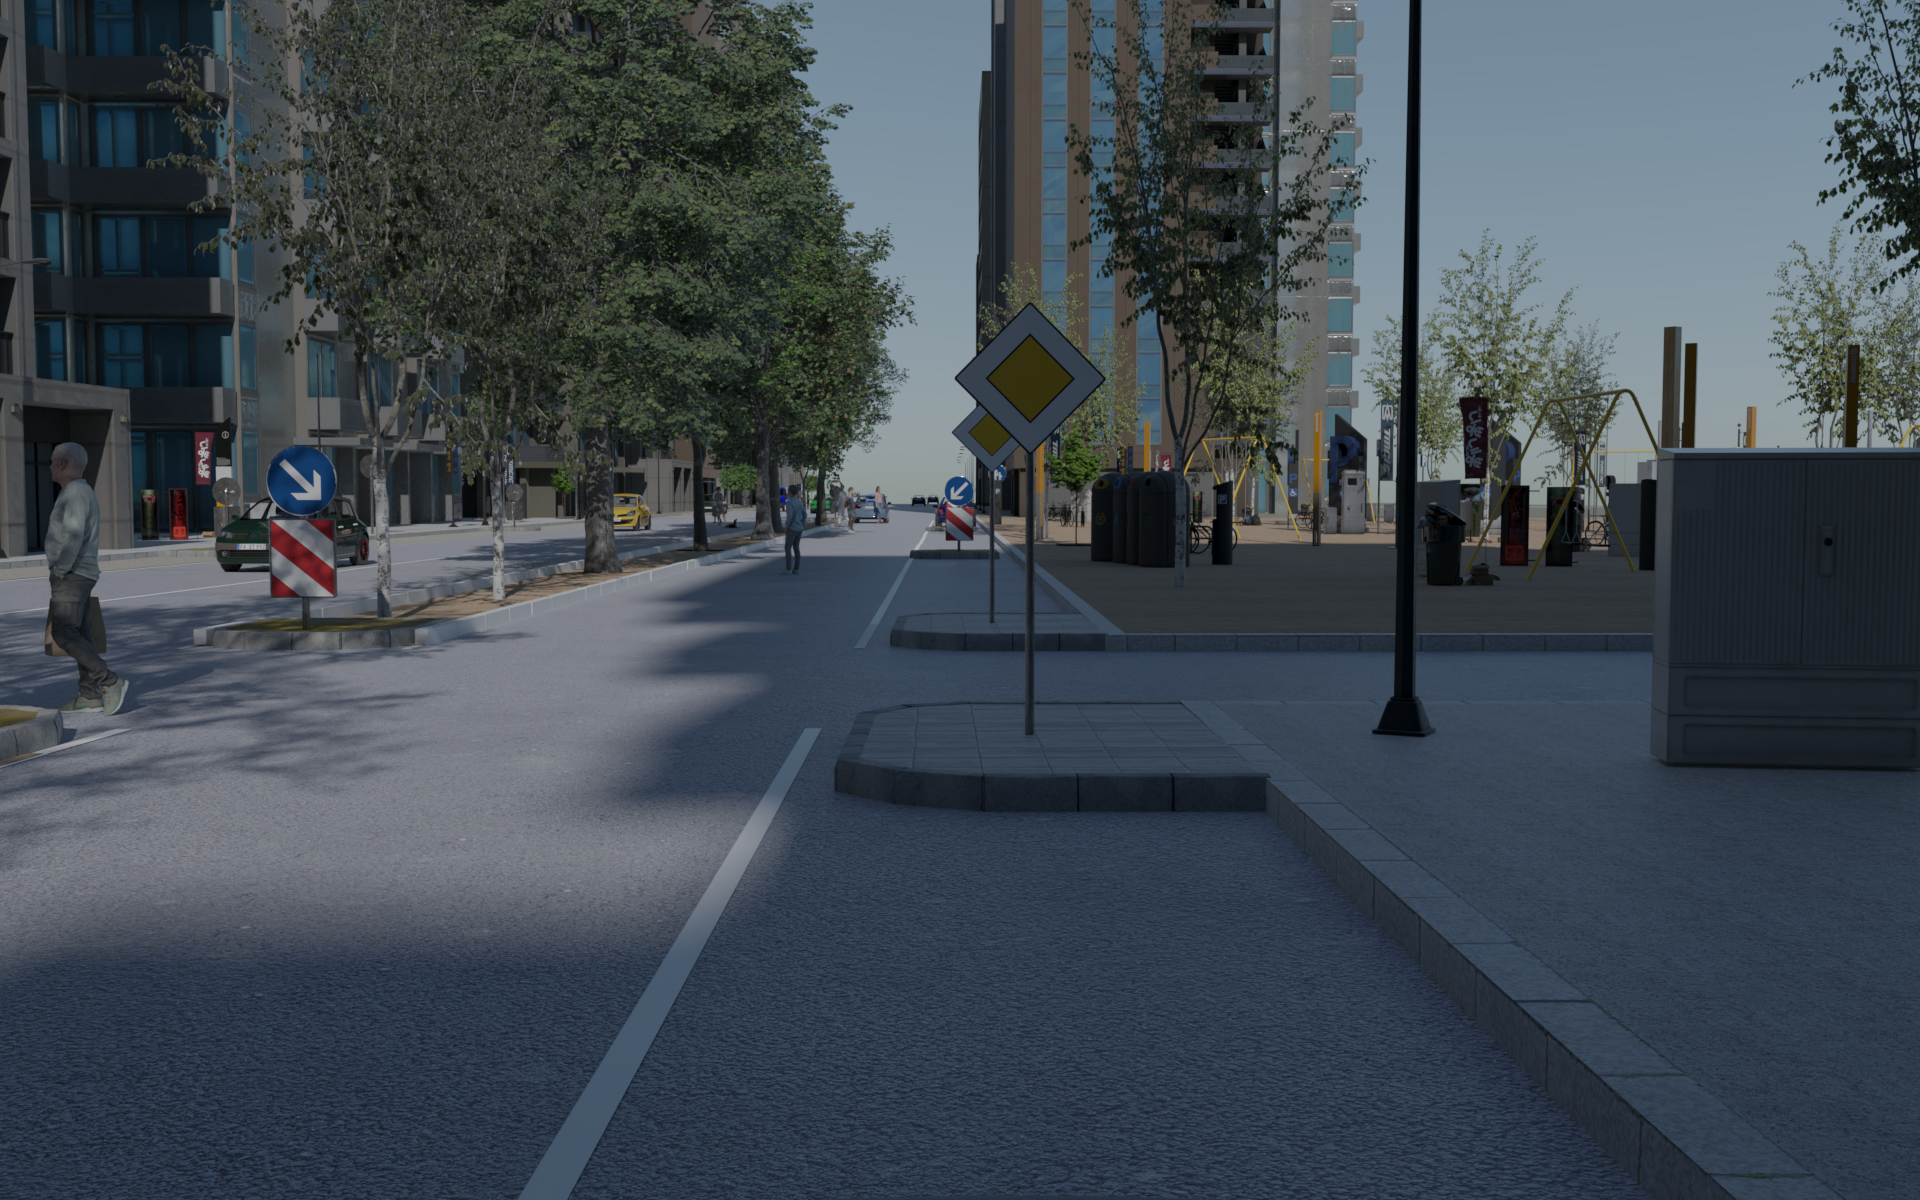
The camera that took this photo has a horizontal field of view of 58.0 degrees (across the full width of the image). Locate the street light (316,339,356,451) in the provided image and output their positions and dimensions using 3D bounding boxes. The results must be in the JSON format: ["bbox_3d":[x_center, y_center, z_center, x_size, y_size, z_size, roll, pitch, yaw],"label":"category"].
[{"bbox_3d":[-18.665,-4.854,51.908,1.470,5.913,1.316,0,4,0],"label":"street light"}]

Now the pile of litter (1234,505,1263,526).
[{"bbox_3d":[11.508,-3.448,70.334,1.719,0.858,1.176,0,4,-5],"label":"pile of litter"}]

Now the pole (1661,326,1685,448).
[{"bbox_3d":[8.683,-1.673,21.195,0.158,3.312,0.155,0,3,0],"label":"pole"}]

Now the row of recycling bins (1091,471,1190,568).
[{"bbox_3d":[3.307,-1.508,31.766,1.069,1.692,3.534,-1,4,-14],"label":"row of recycling bins"}]

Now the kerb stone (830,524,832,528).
[{"bbox_3d":[-5.470,-2.994,71.224,0.120,0.150,1.000,0,4,0],"label":"kerb stone"}]

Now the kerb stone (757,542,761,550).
[{"bbox_3d":[-5.293,-1.367,44.549,0.120,0.150,1.000,0,4,0],"label":"kerb stone"}]

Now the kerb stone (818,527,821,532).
[{"bbox_3d":[-5.423,-2.621,65.044,0.120,0.150,1.000,0,4,0],"label":"kerb stone"}]

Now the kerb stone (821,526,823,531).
[{"bbox_3d":[-5.433,-2.684,66.074,0.120,0.150,1.000,0,4,0],"label":"kerb stone"}]

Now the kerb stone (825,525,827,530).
[{"bbox_3d":[-5.447,-2.805,68.151,0.120,0.150,1.000,0,4,0],"label":"kerb stone"}]

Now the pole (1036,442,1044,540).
[{"bbox_3d":[2.227,-3.326,48.225,0.158,3.312,0.155,0,3,0],"label":"pole"}]

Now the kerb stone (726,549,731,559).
[{"bbox_3d":[-5.251,-0.990,38.405,0.120,0.150,1.000,0,4,0],"label":"kerb stone"}]

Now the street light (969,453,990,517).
[{"bbox_3d":[1.299,-7.651,97.637,1.470,5.913,1.316,0,4,0],"label":"street light"}]

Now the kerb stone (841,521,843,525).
[{"bbox_3d":[-5.510,-3.436,78.411,0.120,0.150,1.000,0,4,0],"label":"kerb stone"}]

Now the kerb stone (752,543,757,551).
[{"bbox_3d":[-5.284,-1.302,43.527,0.120,0.150,1.000,0,4,0],"label":"kerb stone"}]

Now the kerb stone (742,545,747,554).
[{"bbox_3d":[-5.269,-1.174,41.471,0.120,0.150,1.000,0,4,0],"label":"kerb stone"}]

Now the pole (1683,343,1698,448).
[{"bbox_3d":[9.884,-1.814,23.498,0.158,3.312,0.155,0,3,0],"label":"pole"}]

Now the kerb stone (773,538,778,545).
[{"bbox_3d":[-5.304,-1.618,48.654,0.120,0.150,1.000,0,4,0],"label":"kerb stone"}]

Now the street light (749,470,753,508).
[{"bbox_3d":[-19.352,-11.771,164.990,1.470,5.913,1.316,0,4,0],"label":"street light"}]

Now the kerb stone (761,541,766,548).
[{"bbox_3d":[-5.294,-1.430,45.575,0.120,0.150,1.000,0,4,0],"label":"kerb stone"}]

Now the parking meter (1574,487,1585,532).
[{"bbox_3d":[20.915,-3.066,58.548,0.372,1.533,0.369,0,3,0],"label":"parking meter"}]

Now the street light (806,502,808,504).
[{"bbox_3d":[-19.700,-14.725,213.292,1.470,5.913,1.316,0,4,0],"label":"street light"}]

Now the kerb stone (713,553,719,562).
[{"bbox_3d":[-5.236,-0.860,36.357,0.120,0.150,1.000,0,4,0],"label":"kerb stone"}]

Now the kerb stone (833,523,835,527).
[{"bbox_3d":[-5.479,-3.123,73.281,0.120,0.150,1.000,0,4,0],"label":"kerb stone"}]

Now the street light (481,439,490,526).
[{"bbox_3d":[-18.820,-5.989,70.455,1.470,5.913,1.316,0,4,0],"label":"street light"}]

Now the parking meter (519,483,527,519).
[{"bbox_3d":[-22.676,-5.140,89.752,0.399,1.863,0.255,1,4,15],"label":"parking meter"}]

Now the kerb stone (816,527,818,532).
[{"bbox_3d":[-5.429,-2.558,64.022,0.120,0.150,1.000,0,4,0],"label":"kerb stone"}]

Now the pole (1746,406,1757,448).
[{"bbox_3d":[18.437,-2.849,40.423,0.158,3.312,0.155,0,3,0],"label":"pole"}]

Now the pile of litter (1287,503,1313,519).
[{"bbox_3d":[17.849,-4.632,89.706,1.719,0.858,1.176,3,4,36],"label":"pile of litter"}]

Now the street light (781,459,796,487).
[{"bbox_3d":[-19.618,-13.650,195.719,1.470,5.913,1.316,0,4,0],"label":"street light"}]

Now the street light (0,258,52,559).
[{"bbox_3d":[-18.587,-3.775,34.268,1.470,5.913,1.316,0,4,0],"label":"street light"}]

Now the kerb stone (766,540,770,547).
[{"bbox_3d":[-5.300,-1.493,46.608,0.120,0.150,1.000,0,4,0],"label":"kerb stone"}]

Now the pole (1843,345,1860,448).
[{"bbox_3d":[12.211,-1.831,23.778,0.158,3.312,0.155,0,3,0],"label":"pole"}]

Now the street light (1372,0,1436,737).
[{"bbox_3d":[1.846,-2.238,9.135,1.470,5.913,1.316,0,4,0],"label":"street light"}]

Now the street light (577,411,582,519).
[{"bbox_3d":[-18.814,-7.053,87.851,1.470,5.913,1.316,0,4,0],"label":"street light"}]

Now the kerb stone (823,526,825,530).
[{"bbox_3d":[-5.443,-2.747,67.112,0.120,0.150,1.000,0,4,0],"label":"kerb stone"}]

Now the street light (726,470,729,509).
[{"bbox_3d":[-19.294,-10.691,147.345,1.470,5.913,1.316,0,4,0],"label":"street light"}]

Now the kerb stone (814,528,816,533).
[{"bbox_3d":[-5.417,-2.496,62.997,0.120,0.150,1.000,0,4,0],"label":"kerb stone"}]

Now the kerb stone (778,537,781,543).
[{"bbox_3d":[-5.320,-1.676,49.677,0.120,0.150,1.000,0,4,0],"label":"kerb stone"}]

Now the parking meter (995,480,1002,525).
[{"bbox_3d":[1.530,-4.081,72.437,0.399,1.863,0.255,-1,4,-13],"label":"parking meter"}]

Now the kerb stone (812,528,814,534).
[{"bbox_3d":[-5.404,-2.433,61.967,0.120,0.150,1.000,0,4,0],"label":"kerb stone"}]

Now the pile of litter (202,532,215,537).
[{"bbox_3d":[-21.840,-2.283,51.295,1.176,0.858,1.719,-2,4,-26],"label":"pile of litter"}]

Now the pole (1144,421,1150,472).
[{"bbox_3d":[5.237,-3.343,48.499,0.158,3.312,0.155,0,3,0],"label":"pole"}]

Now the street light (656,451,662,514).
[{"bbox_3d":[-19.001,-8.546,112.263,1.470,5.913,1.316,0,4,0],"label":"street light"}]

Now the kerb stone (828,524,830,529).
[{"bbox_3d":[-5.457,-2.936,70.199,0.120,0.150,1.000,0,4,0],"label":"kerb stone"}]

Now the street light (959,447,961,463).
[{"bbox_3d":[0.862,-10.882,150.465,1.470,5.913,1.316,0,4,0],"label":"street light"}]

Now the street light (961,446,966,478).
[{"bbox_3d":[1.023,-9.818,133.070,1.470,5.913,1.316,0,4,0],"label":"street light"}]

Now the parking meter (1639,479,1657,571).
[{"bbox_3d":[11.633,-1.267,29.122,0.372,1.533,0.369,0,3,0],"label":"parking meter"}]

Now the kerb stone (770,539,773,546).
[{"bbox_3d":[-5.313,-1.550,47.632,0.120,0.150,1.000,0,4,0],"label":"kerb stone"}]

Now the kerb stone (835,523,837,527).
[{"bbox_3d":[-5.491,-3.182,74.306,0.120,0.150,1.000,0,4,0],"label":"kerb stone"}]

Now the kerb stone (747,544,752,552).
[{"bbox_3d":[-5.274,-1.239,42.505,0.120,0.150,1.000,0,4,0],"label":"kerb stone"}]

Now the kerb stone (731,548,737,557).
[{"bbox_3d":[-5.259,-1.054,39.427,0.120,0.150,1.000,0,4,0],"label":"kerb stone"}]

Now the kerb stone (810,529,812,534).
[{"bbox_3d":[-5.394,-2.370,60.944,0.120,0.150,1.000,0,4,0],"label":"kerb stone"}]

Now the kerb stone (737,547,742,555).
[{"bbox_3d":[-5.265,-1.114,40.449,0.120,0.150,1.000,0,4,0],"label":"kerb stone"}]

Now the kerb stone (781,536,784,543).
[{"bbox_3d":[-5.331,-1.742,50.706,0.120,0.150,1.000,0,4,0],"label":"kerb stone"}]

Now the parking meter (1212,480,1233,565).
[{"bbox_3d":[4.769,-1.410,31.463,0.372,1.533,0.369,0,3,0],"label":"parking meter"}]

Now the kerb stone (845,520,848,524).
[{"bbox_3d":[-5.561,-3.748,83.542,0.120,0.150,1.000,0,4,0],"label":"kerb stone"}]

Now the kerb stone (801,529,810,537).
[{"bbox_3d":[-5.391,-2.304,59.917,0.120,0.150,1.000,0,4,0],"label":"kerb stone"}]

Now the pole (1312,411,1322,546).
[{"bbox_3d":[8.781,-2.979,42.553,0.158,3.312,0.155,0,3,0],"label":"pole"}]

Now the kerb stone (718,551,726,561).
[{"bbox_3d":[-5.241,-0.924,37.383,0.120,0.150,1.000,0,4,0],"label":"kerb stone"}]
